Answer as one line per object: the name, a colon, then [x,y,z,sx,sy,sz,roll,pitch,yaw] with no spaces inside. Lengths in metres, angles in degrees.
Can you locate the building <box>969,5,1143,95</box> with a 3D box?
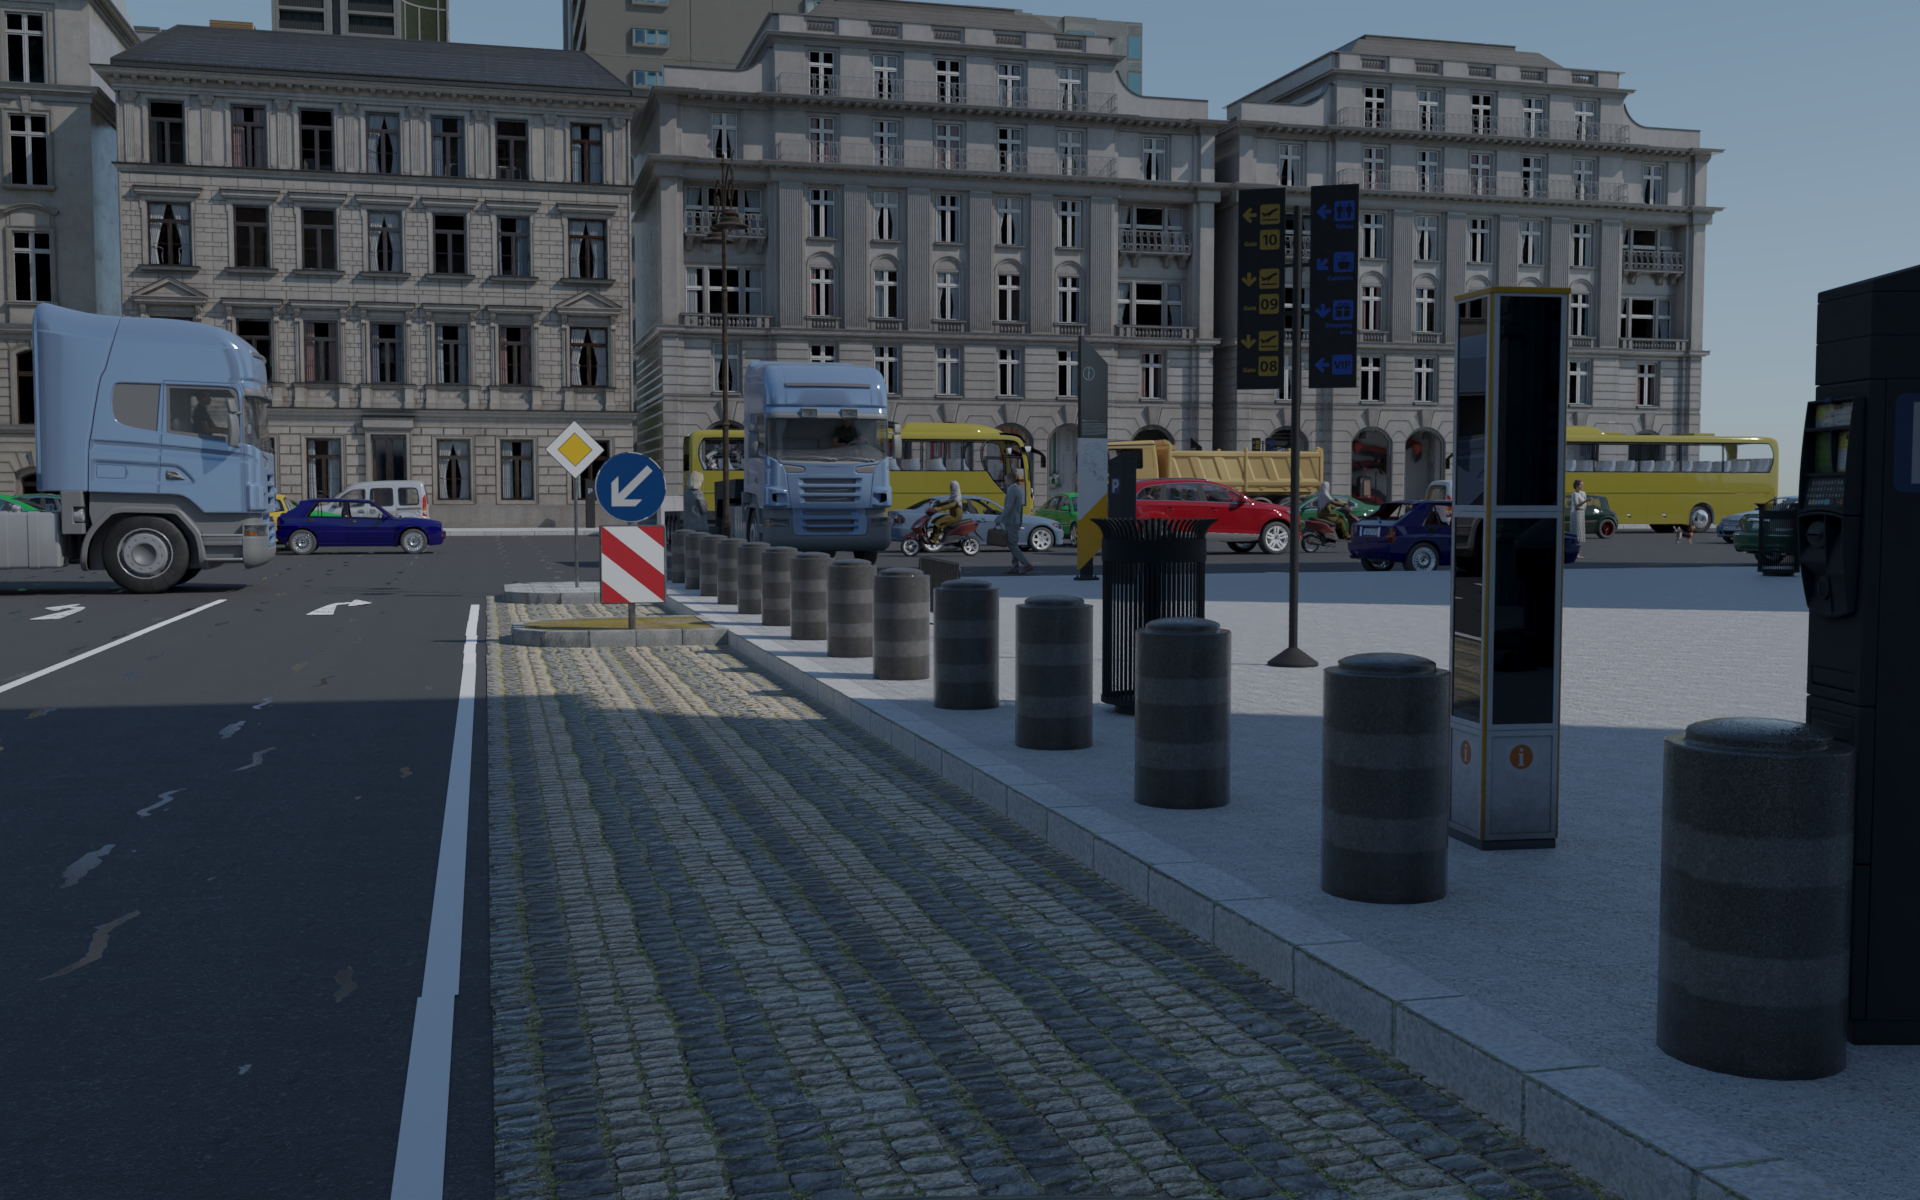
building: [2.620,-33.890,173.701,30.456,49.044,23.786,-1,4,-15]

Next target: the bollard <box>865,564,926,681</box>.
bollard: [-0.409,0.162,12.071,0.404,0.777,0.398,0,3,0]

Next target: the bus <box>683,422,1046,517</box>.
bus: [-3.296,-4.178,59.863,12.252,3.916,2.896,-1,4,-14]

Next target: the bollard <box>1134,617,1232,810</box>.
bollard: [0.927,0.459,7.214,0.404,0.777,0.398,0,3,0]

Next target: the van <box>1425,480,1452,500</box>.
van: [16.204,-2.791,52.649,4.112,2.044,2.013,-1,4,-14]

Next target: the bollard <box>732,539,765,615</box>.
bollard: [-2.188,-0.237,18.584,0.404,0.777,0.398,0,3,0]

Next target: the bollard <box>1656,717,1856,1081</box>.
bollard: [1.815,0.658,3.960,0.404,0.777,0.398,0,3,0]

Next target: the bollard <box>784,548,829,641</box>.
bollard: [-1.302,-0.038,15.334,0.404,0.777,0.398,0,3,0]

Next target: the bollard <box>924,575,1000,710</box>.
bollard: [0.039,0.261,10.452,0.404,0.777,0.398,0,3,0]

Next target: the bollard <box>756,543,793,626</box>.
bollard: [-1.743,-0.137,16.953,0.404,0.777,0.398,0,3,0]

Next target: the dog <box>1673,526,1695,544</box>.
dog: [20.911,-1.879,50.015,0.540,0.507,0.406,-3,4,-39]

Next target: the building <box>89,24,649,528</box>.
building: [-22.429,-12.461,68.360,19.286,19.102,10.561,-1,4,-15]

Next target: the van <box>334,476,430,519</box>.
van: [-18.349,-2.814,53.013,4.112,2.044,2.013,-1,4,-16]

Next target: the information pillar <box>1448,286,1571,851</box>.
information pillar: [1.995,-0.112,6.327,0.304,2.012,0.304,-1,4,-9]

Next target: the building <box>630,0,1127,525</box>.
building: [-1.980,-14.302,75.637,24.055,21.916,13.314,-1,4,-15]

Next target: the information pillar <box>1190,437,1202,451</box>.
information pillar: [9.669,-4.877,71.087,0.504,3.616,0.183,1,4,16]

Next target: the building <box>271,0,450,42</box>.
building: [-75.993,-47.979,222.708,20.611,71.187,20.563,-1,4,-15]

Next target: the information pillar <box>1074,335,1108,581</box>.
information pillar: [1.956,-2.101,25.701,0.504,3.616,0.183,-2,4,-27]

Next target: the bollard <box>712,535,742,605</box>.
bollard: [-2.633,-0.335,20.201,0.404,0.777,0.398,0,3,0]

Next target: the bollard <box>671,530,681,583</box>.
bollard: [-3.970,-0.632,25.055,0.404,0.777,0.398,0,3,0]

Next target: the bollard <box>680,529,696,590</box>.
bollard: [-3.524,-0.533,23.438,0.404,0.777,0.398,0,3,0]

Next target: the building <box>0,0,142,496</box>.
building: [-49.136,-14.948,63.485,34.723,24.649,14.460,-1,4,-15]

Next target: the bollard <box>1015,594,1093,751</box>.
bollard: [0.481,0.360,8.833,0.404,0.777,0.398,0,3,0]

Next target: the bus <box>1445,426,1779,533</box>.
bus: [24.046,-4.410,63.646,12.252,3.916,2.896,-1,4,-15]

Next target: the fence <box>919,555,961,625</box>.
fence: [-0.200,-0.041,16.039,0.278,0.683,2.069,-1,4,-11]

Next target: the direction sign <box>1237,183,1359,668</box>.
direction sign: [2.492,-1.276,12.858,0.876,3.537,0.379,1,4,17]

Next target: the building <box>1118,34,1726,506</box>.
building: [21.303,-14.672,81.680,24.055,21.916,13.314,-1,4,-15]

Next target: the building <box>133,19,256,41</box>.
building: [-99.635,-41.285,217.014,28.212,58.520,21.231,-1,4,-15]

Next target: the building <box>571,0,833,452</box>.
building: [-19.485,-31.504,138.799,21.300,48.544,21.600,-1,4,-15]

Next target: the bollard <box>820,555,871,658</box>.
bollard: [-0.855,0.061,13.712,0.404,0.777,0.398,0,3,0]

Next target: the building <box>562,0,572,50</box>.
building: [-26.367,-37.965,162.729,21.231,58.520,28.212,-1,4,-15]

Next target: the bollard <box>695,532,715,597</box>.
bollard: [-3.078,-0.434,21.818,0.404,0.777,0.398,0,3,0]

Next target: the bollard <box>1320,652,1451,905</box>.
bollard: [1.371,0.559,5.585,0.404,0.777,0.398,0,3,0]
